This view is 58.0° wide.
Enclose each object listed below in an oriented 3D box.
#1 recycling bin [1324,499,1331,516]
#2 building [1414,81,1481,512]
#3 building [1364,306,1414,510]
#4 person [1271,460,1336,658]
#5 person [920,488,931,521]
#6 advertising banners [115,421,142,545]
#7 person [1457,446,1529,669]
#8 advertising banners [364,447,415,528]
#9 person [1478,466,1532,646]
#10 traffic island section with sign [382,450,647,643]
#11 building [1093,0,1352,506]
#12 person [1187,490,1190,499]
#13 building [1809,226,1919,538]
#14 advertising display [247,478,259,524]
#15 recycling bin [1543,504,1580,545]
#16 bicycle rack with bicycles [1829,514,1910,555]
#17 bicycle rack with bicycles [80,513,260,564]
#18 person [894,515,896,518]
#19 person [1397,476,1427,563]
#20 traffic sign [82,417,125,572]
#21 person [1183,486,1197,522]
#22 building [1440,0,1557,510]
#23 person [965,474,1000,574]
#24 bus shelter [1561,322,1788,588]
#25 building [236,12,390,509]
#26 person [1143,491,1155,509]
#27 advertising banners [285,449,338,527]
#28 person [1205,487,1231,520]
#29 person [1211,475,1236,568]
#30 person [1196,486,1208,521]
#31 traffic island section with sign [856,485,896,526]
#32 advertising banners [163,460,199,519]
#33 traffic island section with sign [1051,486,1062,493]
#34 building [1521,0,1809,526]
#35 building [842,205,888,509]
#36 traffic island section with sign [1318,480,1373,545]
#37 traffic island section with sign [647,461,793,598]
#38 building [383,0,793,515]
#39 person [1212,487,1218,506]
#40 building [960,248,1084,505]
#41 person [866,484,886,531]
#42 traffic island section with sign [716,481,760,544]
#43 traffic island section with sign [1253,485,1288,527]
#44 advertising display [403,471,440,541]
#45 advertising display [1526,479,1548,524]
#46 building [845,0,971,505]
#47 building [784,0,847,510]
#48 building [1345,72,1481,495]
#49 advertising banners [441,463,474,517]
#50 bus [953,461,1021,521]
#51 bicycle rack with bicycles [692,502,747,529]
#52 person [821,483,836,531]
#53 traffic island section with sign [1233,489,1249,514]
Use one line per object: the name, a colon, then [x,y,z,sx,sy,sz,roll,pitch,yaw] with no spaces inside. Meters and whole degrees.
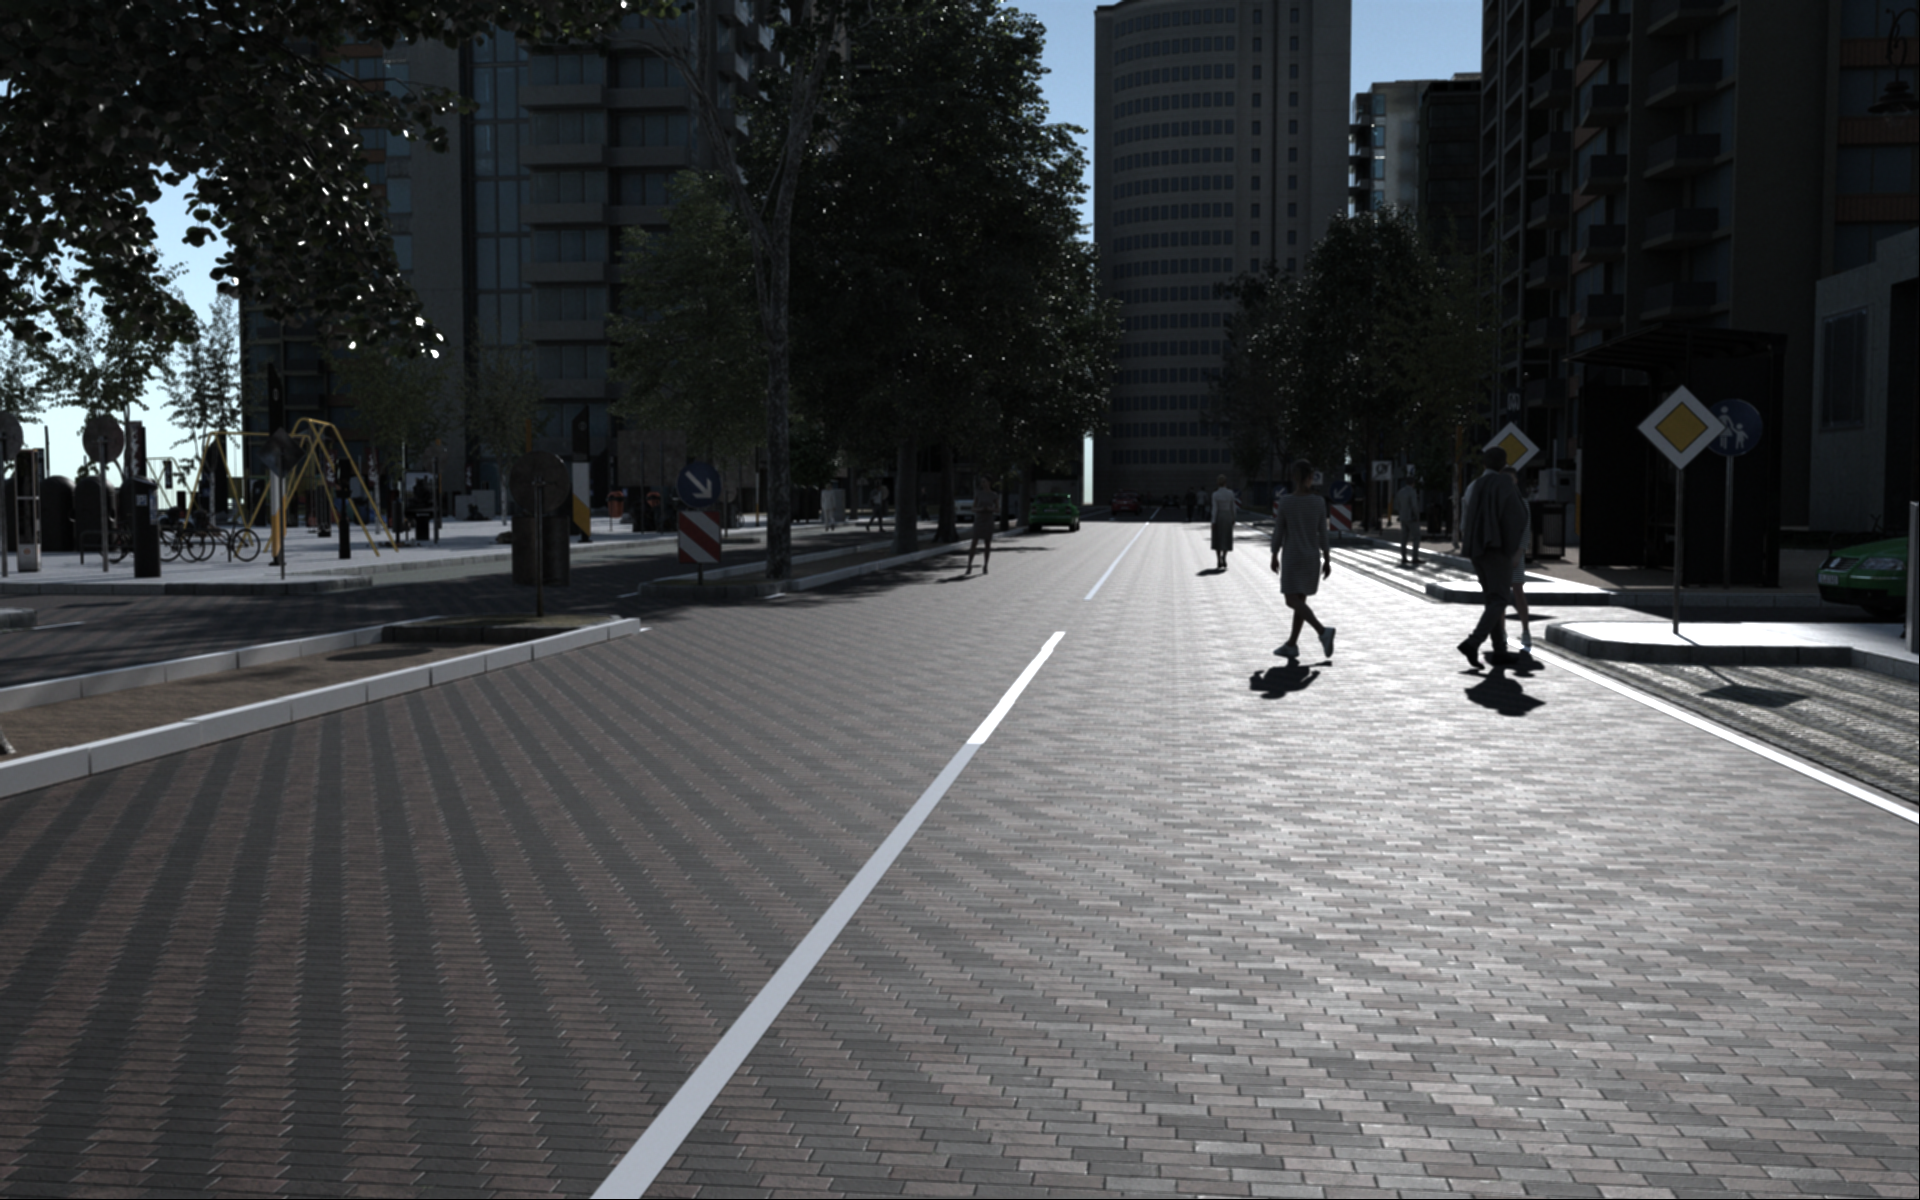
recycling bin: [20.275,-5.138,96.556,0.722,1.027,0.722,0,4,1]
building: [39.638,-21.557,124.162,14.160,30.474,14.107,0,4,7]
building: [49.709,-18.386,145.652,27.650,21.520,28.899,0,4,7]
person: [3.034,-0.362,15.175,0.466,1.731,0.760,-3,4,-38]
person: [-1.841,-4.960,90.011,0.534,1.772,0.576,-3,5,-40]
advertising banners: [-20.343,-2.788,41.776,2.074,3.025,0.090,2,4,30]
person: [4.427,-0.352,14.353,0.850,1.850,0.679,-2,4,-34]
advertising banners: [-21.315,-4.221,65.204,2.074,3.025,0.090,-2,4,-26]
person: [5.238,-0.434,16.592,0.512,1.701,0.522,1,4,23]
traffic island section with sign: [-4.472,-0.574,17.522,2.006,1.907,1.989,0,4,7]
building: [29.767,-40.318,201.190,28.212,58.520,21.231,0,4,7]
person: [21.170,-9.277,160.199,0.705,1.821,1.348,2,4,28]
building: [38.529,-44.380,38.292,31.000,86.520,22.319,0,4,7]
advertising display: [-29.145,-4.050,71.437,0.123,1.923,0.974,0,4,0]
recycling bin: [15.201,-1.901,43.638,0.722,1.027,0.722,-2,4,-27]
bicycle rack with bicycles: [16.515,-1.004,29.799,2.925,0.926,2.852,0,4,3]
bicycle rack with bicycles: [-15.025,-1.159,32.333,2.925,0.926,2.852,1,4,20]
person: [-2.338,-3.806,71.089,0.694,1.780,0.624,-2,4,-24]
person: [9.268,-1.658,35.704,0.391,1.810,0.635,-2,4,-34]
traffic sign: [-14.098,-1.737,28.508,0.768,2.556,0.104,1,4,10]
person: [11.681,-4.862,87.767,0.659,1.850,0.755,1,4,19]
building: [41.831,-40.792,105.200,20.563,71.187,20.611,0,4,7]
person: [0.403,-1.352,30.942,0.599,1.781,0.374,0,4,5]
bus shelter: [10.821,-2.168,26.731,1.731,3.624,6.357,0,4,7]
building: [-50.193,-30.904,159.902,28.867,44.769,22.147,0,4,7]
person: [18.358,-9.736,168.408,1.217,1.743,0.721,0,4,-2]
advertising banners: [-25.151,-4.338,67.122,2.074,3.025,0.090,-1,4,-13]
person: [14.113,-5.214,93.971,1.509,1.804,0.699,1,4,14]
person: [5.078,-1.511,33.436,0.478,1.798,0.641,1,4,13]
person: [12.743,-5.079,91.381,0.661,1.843,0.795,1,4,22]
traffic island section with sign: [-3.550,-4.240,77.948,1.989,1.847,2.006,0,4,7]
advertising banners: [-40.612,-5.760,90.369,0.090,3.025,2.074,2,4,34]
traffic island section with sign: [5.480,-5.586,99.468,2.006,1.907,1.989,0,4,7]
building: [39.114,-26.053,80.585,22.147,44.769,28.867,0,4,7]
building: [-14.145,-23.772,160.376,14.107,30.474,14.160,0,4,7]
traffic island section with sign: [10.676,-2.495,49.428,1.989,1.847,2.006,0,4,7]
traffic island section with sign: [-3.569,-1.024,24.874,2.006,1.907,1.989,0,4,7]
building: [-24.188,-30.505,118.366,23.786,49.044,30.456,0,4,7]
person: [14.225,-5.353,96.252,0.478,1.798,0.641,3,5,43]
building: [7.345,-26.351,202.532,14.107,30.474,14.160,0,4,7]
person: [-3.235,-3.533,66.357,0.850,1.850,0.679,2,4,27]
traffic island section with sign: [-6.894,-2.555,50.407,1.989,1.847,2.006,0,4,7]
traffic island section with sign: [13.958,-4.146,76.420,1.989,1.847,2.006,0,4,7]
advertising display: [-14.908,-2.614,47.960,0.974,1.923,0.123,-2,4,-34]
advertising display: [24.576,-4.199,73.859,0.974,1.923,0.123,3,4,37]
building: [-10.008,-46.921,205.404,20.611,71.187,20.563,0,4,7]
building: [-17.301,-29.968,140.095,14.600,45.320,14.200,0,4,7]
building: [59.084,-35.472,199.572,30.456,49.044,23.786,0,4,7]
advertising banners: [-28.132,-6.147,96.698,2.074,3.025,0.090,-2,4,-34]
bus: [1.463,-6.070,94.108,2.948,3.499,13.247,0,4,8]
bicycle rack with bicycles: [-9.747,-3.065,63.494,2.925,0.926,2.852,3,4,36]
person: [-5.009,-3.529,66.077,0.514,1.842,0.818,-1,4,-16]
traffic island section with sign: [19.854,-7.117,124.998,1.989,1.847,2.006,0,4,7]
